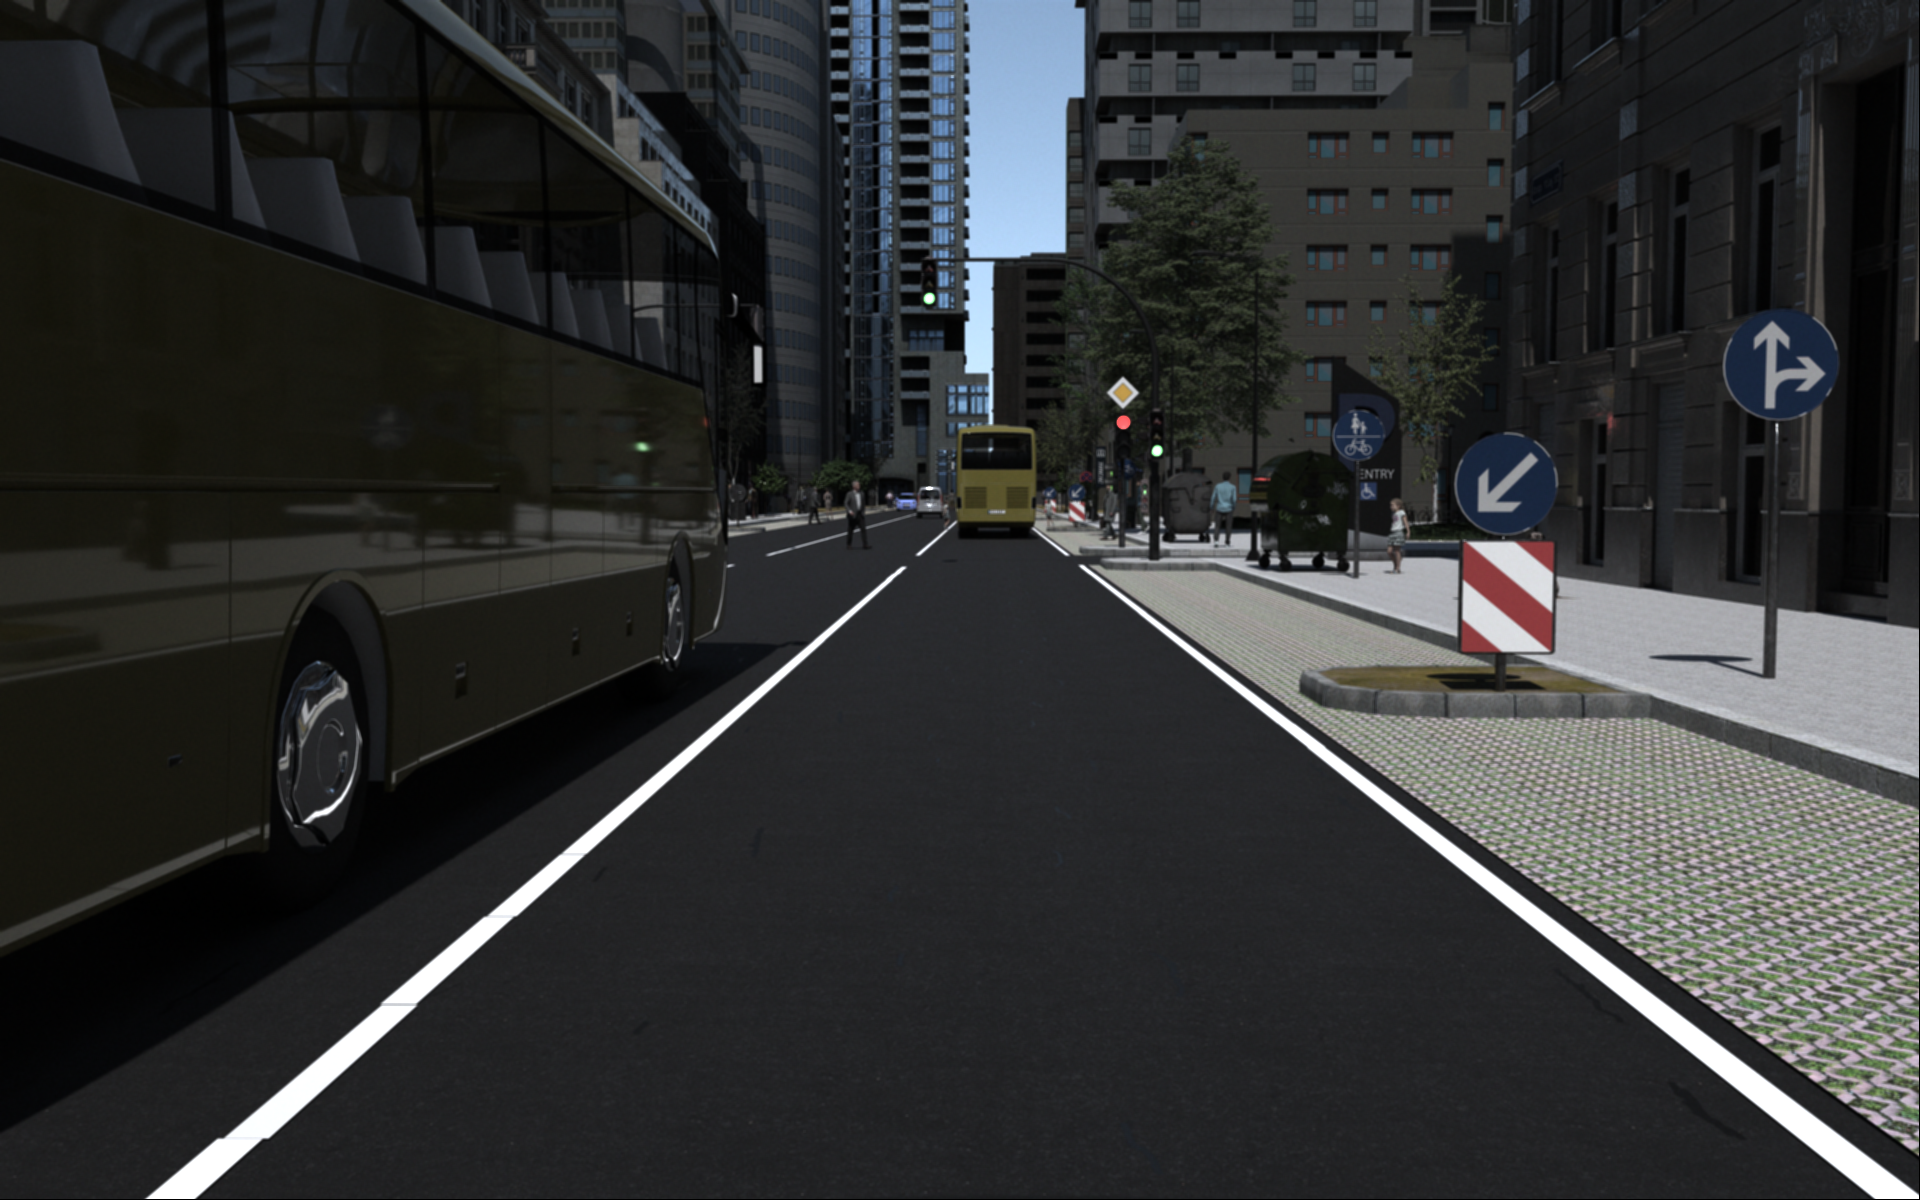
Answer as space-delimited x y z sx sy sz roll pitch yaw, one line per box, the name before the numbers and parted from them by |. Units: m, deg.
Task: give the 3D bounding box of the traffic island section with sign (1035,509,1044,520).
traffic island section with sign | 4.778 -5.238 94.268 1.989 1.847 2.006 0 4 1

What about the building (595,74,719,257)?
building | -18.629 -14.243 87.628 10.420 20.320 16.860 0 4 1

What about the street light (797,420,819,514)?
street light | -9.586 -8.362 109.265 1.470 5.913 1.316 0 4 1

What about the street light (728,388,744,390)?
street light | -10.125 -6.305 75.626 1.470 5.913 1.316 0 4 1

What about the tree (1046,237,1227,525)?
tree | 7.317 -8.914 71.507 9.928 11.665 9.643 0 3 0

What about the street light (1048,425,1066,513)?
street light | 6.609 -8.805 116.502 1.470 5.913 1.316 0 4 1

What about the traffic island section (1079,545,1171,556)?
traffic island section | 3.902 -1.176 41.504 2.009 0.180 2.903 0 4 1

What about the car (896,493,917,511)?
car | -4.467 -8.372 146.466 1.945 1.707 3.694 0 3 0

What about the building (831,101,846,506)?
building | -19.350 -30.531 182.779 14.086 41.232 14.154 0 4 1

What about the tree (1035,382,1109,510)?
tree | 7.604 -9.861 111.587 4.737 8.622 4.395 0 3 0

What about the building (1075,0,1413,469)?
building | 25.577 -34.913 160.073 28.713 52.752 27.495 0 4 1

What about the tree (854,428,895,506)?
tree | -9.322 -14.621 189.418 4.360 8.622 3.978 0 3 0

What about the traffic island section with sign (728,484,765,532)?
traffic island section with sign | -8.505 -3.528 66.318 1.989 1.847 2.006 0 4 1

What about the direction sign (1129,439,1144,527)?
direction sign | 6.641 -4.566 66.658 0.876 3.537 0.379 1 4 22

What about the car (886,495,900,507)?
car | -6.785 -10.427 183.066 1.945 1.354 3.894 0 4 0

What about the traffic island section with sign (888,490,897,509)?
traffic island section with sign | -6.795 -9.901 170.509 1.989 1.847 2.006 0 4 1

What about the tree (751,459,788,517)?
tree | -10.621 -6.184 95.715 1.663 3.219 1.824 0 3 0

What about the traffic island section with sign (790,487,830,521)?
traffic island section with sign | -8.063 -5.177 93.270 1.989 1.847 2.006 0 4 1

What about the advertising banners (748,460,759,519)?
advertising banners | -10.651 -5.693 89.263 0.090 3.025 2.074 0 4 7

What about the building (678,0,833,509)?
building | -23.187 -37.451 154.328 21.231 58.520 28.212 0 4 1

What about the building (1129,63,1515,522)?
building | 24.257 -15.128 92.379 27.650 21.520 28.899 0 4 1

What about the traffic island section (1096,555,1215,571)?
traffic island section | 3.771 -0.687 33.520 2.009 0.180 2.903 0 4 1

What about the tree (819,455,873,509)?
tree | -10.176 -9.902 145.619 4.285 4.588 4.351 0 3 0

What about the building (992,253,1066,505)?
building | 10.908 -26.828 210.332 14.107 30.474 14.160 0 4 1

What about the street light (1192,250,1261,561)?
street light | 5.112 -3.707 33.152 1.470 5.913 1.316 0 4 1

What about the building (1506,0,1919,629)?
building | 14.787 -13.439 16.994 12.463 27.353 25.104 0 4 1

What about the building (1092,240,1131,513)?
building | 24.791 -17.565 132.234 27.650 21.520 28.899 0 4 1

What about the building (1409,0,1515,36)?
building | 56.525 -47.295 211.519 20.611 71.187 20.563 0 4 1

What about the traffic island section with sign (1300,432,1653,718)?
traffic island section with sign | 3.425 -0.203 11.939 1.989 1.847 2.006 0 4 1

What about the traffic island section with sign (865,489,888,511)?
traffic island section with sign | -7.235 -8.250 143.513 1.989 1.847 2.006 0 4 1

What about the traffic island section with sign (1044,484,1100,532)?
traffic island section with sign | 4.315 -3.515 66.099 1.989 1.847 2.006 0 4 1

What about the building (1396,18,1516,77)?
building | 53.047 -33.844 177.046 21.600 48.544 21.300 0 4 1

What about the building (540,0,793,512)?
building | -29.385 -26.731 128.930 32.217 40.220 23.993 0 4 1

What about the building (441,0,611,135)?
building | -21.726 -14.845 61.799 14.460 24.649 34.723 0 4 1

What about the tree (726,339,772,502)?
tree | -10.902 -8.091 82.647 4.360 8.622 3.978 0 3 0

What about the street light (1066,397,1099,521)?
street light | 5.964 -6.746 82.832 1.470 5.913 1.316 0 4 1

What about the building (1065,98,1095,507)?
building | 18.055 -30.485 182.024 14.154 41.232 14.086 0 4 1

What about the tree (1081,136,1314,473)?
tree | 7.542 -8.382 55.169 7.486 12.596 7.792 0 3 0

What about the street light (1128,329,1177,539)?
street light | 5.445 -4.675 48.985 1.470 5.913 1.316 0 4 1

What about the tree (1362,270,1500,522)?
tree | 15.263 -6.481 56.332 4.737 8.622 4.395 0 3 0

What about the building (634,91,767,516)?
building | -18.785 -16.769 103.855 12.332 23.373 15.834 0 4 1

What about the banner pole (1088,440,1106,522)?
banner pole | 6.358 -5.511 80.116 0.863 3.779 0.401 0 4 -8

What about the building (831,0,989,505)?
building | -11.945 -55.000 211.919 31.000 86.520 22.319 0 4 1

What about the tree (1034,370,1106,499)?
tree | 7.144 -9.336 103.011 4.360 8.622 3.978 0 3 0
